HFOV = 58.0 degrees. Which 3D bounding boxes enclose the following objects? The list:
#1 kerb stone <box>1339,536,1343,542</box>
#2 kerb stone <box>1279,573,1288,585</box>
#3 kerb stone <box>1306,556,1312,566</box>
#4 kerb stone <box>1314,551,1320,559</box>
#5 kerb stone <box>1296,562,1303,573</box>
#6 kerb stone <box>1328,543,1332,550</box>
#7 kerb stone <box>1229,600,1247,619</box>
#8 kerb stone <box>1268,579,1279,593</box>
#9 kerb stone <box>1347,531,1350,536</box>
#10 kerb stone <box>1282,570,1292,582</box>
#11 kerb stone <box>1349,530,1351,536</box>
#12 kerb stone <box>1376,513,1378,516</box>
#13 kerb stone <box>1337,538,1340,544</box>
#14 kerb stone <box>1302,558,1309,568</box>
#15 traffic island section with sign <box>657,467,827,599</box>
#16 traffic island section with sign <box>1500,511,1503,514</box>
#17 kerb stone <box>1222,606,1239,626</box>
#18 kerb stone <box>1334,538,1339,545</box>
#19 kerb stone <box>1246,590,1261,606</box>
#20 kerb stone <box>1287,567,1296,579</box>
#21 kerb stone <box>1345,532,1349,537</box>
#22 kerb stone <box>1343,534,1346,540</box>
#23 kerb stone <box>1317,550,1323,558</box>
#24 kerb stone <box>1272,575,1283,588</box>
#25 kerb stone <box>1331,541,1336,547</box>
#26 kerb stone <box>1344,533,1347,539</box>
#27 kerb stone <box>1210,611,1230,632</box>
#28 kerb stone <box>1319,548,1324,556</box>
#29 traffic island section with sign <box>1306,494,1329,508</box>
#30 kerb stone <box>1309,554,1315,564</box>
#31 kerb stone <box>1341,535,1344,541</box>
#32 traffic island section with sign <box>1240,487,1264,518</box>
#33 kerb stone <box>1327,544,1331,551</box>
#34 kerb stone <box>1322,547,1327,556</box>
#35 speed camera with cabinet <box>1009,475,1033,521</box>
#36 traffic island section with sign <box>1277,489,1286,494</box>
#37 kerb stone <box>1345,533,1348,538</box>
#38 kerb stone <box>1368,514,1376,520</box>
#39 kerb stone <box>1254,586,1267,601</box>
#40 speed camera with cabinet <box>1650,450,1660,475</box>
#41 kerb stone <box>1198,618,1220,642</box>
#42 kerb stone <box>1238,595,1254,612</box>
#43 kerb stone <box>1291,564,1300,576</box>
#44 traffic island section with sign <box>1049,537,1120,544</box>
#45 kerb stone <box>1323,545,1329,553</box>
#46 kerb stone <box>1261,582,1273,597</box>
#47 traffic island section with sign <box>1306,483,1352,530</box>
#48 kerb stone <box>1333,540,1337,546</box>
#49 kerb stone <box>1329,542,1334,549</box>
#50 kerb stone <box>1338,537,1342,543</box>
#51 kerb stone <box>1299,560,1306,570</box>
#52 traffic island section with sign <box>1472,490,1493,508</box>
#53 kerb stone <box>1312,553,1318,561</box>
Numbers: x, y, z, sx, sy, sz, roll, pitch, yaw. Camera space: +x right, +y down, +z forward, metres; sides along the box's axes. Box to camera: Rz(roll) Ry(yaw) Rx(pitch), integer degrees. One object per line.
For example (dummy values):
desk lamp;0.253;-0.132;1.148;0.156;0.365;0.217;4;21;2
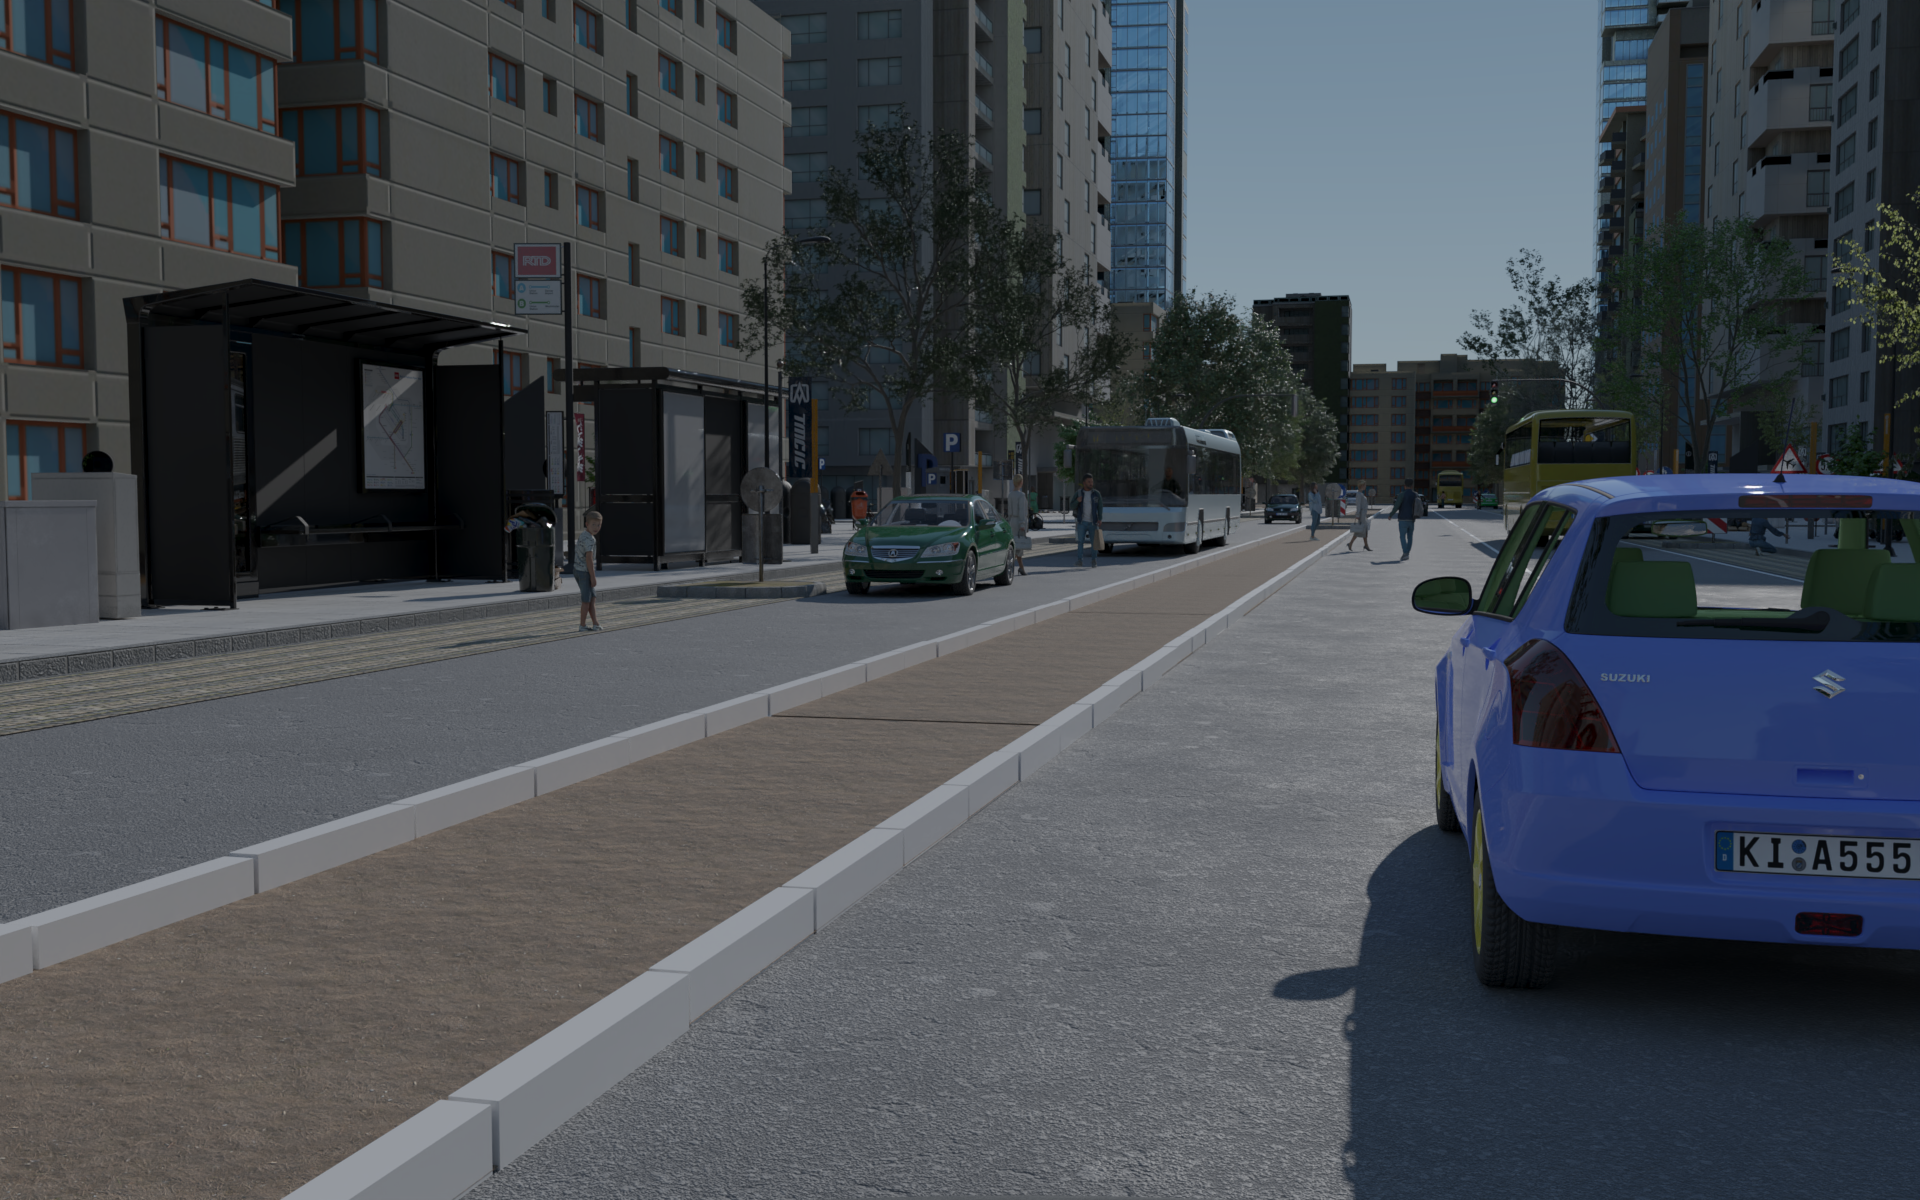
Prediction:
kerb stone;10.862;-1.688;49.836;0.120;0.150;1.000;1;4;14
kerb stone;4.978;-0.291;26.984;0.120;0.150;1.000;1;4;14
kerb stone;6.770;-0.717;33.945;0.120;0.150;1.000;1;4;14
kerb stone;7.536;-0.892;36.917;0.120;0.150;1.000;1;4;14
kerb stone;5.999;-0.536;30.962;0.120;0.150;1.000;1;4;14
kerb stone;9.075;-1.266;42.892;0.120;0.150;1.000;1;4;14
kerb stone;3.186;0.132;20.032;0.120;0.150;1.000;1;4;14
kerb stone;4.467;-0.171;24.998;0.120;0.150;1.000;1;4;14
kerb stone;12.411;-2.055;55.793;0.120;0.150;1.000;1;4;14
kerb stone;5.232;-0.353;27.974;0.120;0.150;1.000;1;4;14
kerb stone;12.666;-2.116;56.791;0.120;0.150;1.000;1;4;14
kerb stone;25.100;-5.064;104.995;0.120;0.150;1.000;1;4;14
kerb stone;10.353;-1.567;47.856;0.120;0.150;1.000;1;4;14
kerb stone;6.508;-0.658;32.948;0.120;0.150;1.000;1;4;14
traffic island section with sign;-2.987;-0.976;24.586;1.989;1.847;2.006;1;4;14
traffic island section with sign;40.423;-7.184;126.092;1.989;1.847;2.006;1;4;14
kerb stone;2.934;0.196;19.041;0.120;0.150;1.000;1;4;14
kerb stone;10.100;-1.509;46.860;0.120;0.150;1.000;1;4;14
kerb stone;3.695;0.010;22.030;0.120;0.150;1.000;1;4;14
kerb stone;5.489;-0.407;28.964;0.120;0.150;1.000;1;4;14
kerb stone;12.158;-1.991;54.803;0.120;0.150;1.000;1;4;14
kerb stone;11.389;-1.811;51.811;0.120;0.150;1.000;1;4;14
kerb stone;7.798;-0.957;37.921;0.120;0.150;1.000;1;4;14
kerb stone;4.719;-0.232;25.995;0.120;0.150;1.000;1;4;14
kerb stone;9.592;-1.384;44.872;0.120;0.150;1.000;1;4;14
kerb stone;11.635;-1.872;52.803;0.120;0.150;1.000;1;4;14
kerb stone;2.673;0.253;18.052;0.120;0.150;1.000;1;4;14
kerb stone;8.045;-1.017;38.913;0.120;0.150;1.000;1;4;14
traffic island section with sign;36.803;-10.411;178.843;1.989;1.847;2.006;1;4;14
kerb stone;7.029;-0.778;34.937;0.120;0.150;1.000;1;4;14
kerb stone;11.127;-1.749;50.823;0.120;0.150;1.000;1;4;14
traffic island section with sign;17.431;-5.817;103.730;1.989;1.847;2.006;1;4;14
kerb stone;8.832;-1.197;41.890;0.120;0.150;1.000;1;4;14
kerb stone;8.317;-1.083;39.901;0.120;0.150;1.000;1;4;14
speed camera with cabinet;2.916;-5.389;82.438;0.660;3.252;2.038;1;4;20
traffic island section with sign;24.172;-7.413;129.832;1.989;1.847;2.006;1;4;14
kerb stone;11.889;-1.931;53.803;0.120;0.150;1.000;1;4;14
kerb stone;23.565;-4.697;99.034;0.120;0.150;1.000;1;4;14
kerb stone;3.950;-0.050;23.020;0.120;0.150;1.000;1;4;14
speed camera with cabinet;30.621;-5.097;77.671;2.038;3.252;0.660;-1;4;-8
kerb stone;2.421;0.314;17.059;0.120;0.150;1.000;1;4;14
kerb stone;3.438;0.071;21.029;0.120;0.150;1.000;1;4;14
kerb stone;5.745;-0.475;29.962;0.120;0.150;1.000;1;4;14
traffic island section with sign;3.763;-2.572;50.686;1.989;1.847;2.006;1;4;14
kerb stone;8.568;-1.144;40.900;0.120;0.150;1.000;1;4;14
kerb stone;4.210;-0.110;24.009;0.120;0.150;1.000;1;4;14
traffic island section with sign;15.234;-3.838;70.885;2.006;1.907;1.989;1;4;14
kerb stone;9.845;-1.447;45.871;0.120;0.150;1.000;1;4;14
kerb stone;9.332;-1.321;43.883;0.120;0.150;1.000;1;4;14
kerb stone;10.614;-1.628;48.844;0.120;0.150;1.000;1;4;14
kerb stone;6.256;-0.597;31.955;0.120;0.150;1.000;1;4;14
traffic island section with sign;52.971;-10.161;174.753;1.989;1.847;2.006;1;4;14
kerb stone;7.284;-0.839;35.926;0.120;0.150;1.000;1;4;14
